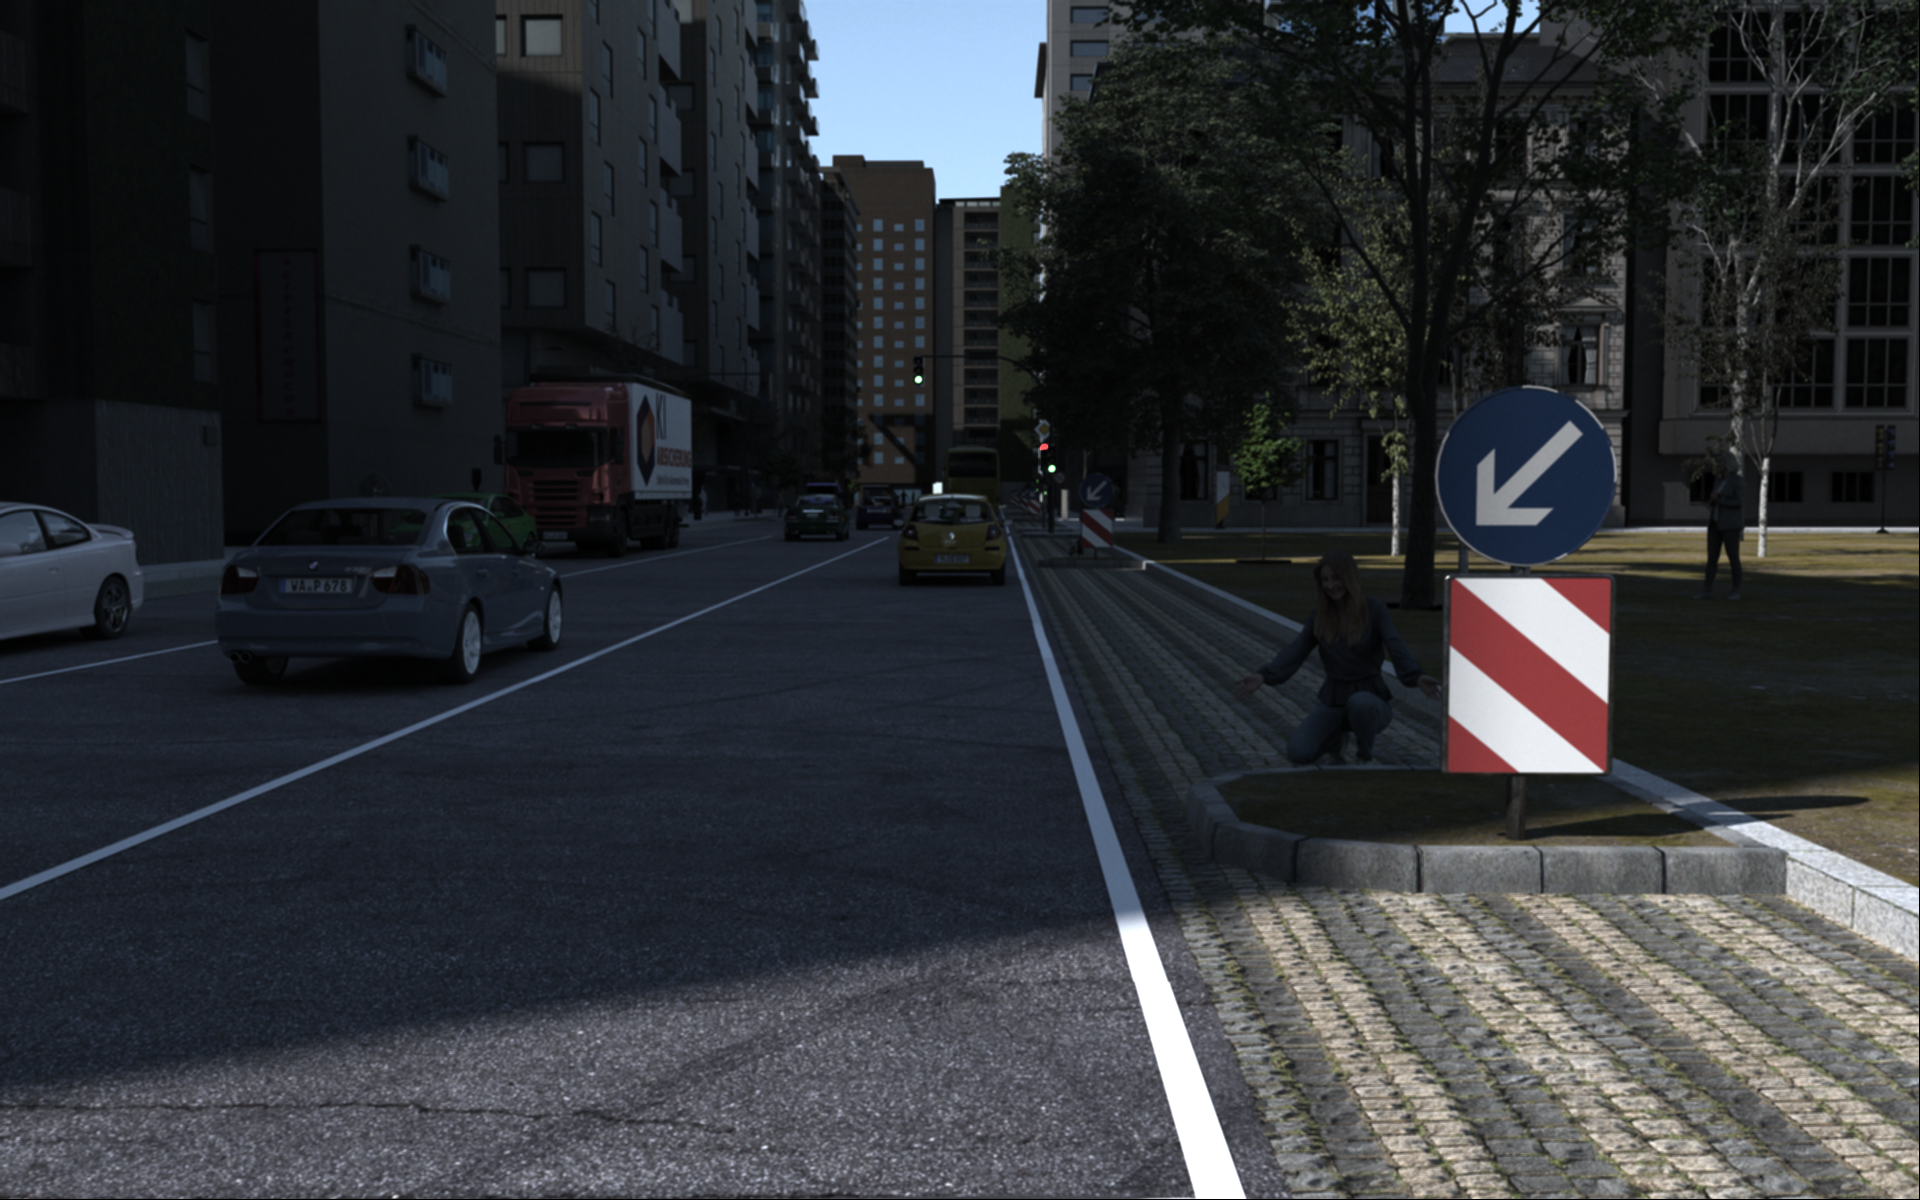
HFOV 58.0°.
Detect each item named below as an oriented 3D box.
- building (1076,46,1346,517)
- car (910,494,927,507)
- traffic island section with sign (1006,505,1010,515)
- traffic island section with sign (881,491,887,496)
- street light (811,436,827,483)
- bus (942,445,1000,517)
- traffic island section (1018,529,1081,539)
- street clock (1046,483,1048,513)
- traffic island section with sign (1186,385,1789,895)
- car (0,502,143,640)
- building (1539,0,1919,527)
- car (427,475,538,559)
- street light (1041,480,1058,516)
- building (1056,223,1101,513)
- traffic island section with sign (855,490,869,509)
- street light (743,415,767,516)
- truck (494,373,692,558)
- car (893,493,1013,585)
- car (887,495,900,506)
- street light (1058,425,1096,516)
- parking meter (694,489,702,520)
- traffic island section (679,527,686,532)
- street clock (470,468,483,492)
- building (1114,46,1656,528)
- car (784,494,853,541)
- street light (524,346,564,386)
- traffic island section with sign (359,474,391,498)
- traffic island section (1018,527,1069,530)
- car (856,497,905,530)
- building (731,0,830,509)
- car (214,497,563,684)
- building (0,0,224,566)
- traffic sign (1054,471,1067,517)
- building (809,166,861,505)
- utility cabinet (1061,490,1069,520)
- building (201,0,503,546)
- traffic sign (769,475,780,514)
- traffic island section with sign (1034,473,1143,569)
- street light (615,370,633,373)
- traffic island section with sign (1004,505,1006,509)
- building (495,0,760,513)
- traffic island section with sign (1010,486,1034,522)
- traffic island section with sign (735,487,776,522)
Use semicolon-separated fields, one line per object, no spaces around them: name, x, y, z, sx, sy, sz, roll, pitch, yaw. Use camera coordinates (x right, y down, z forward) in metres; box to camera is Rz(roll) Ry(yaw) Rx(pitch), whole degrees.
building;14.594;-18.911;102.698;14.314;27.812;24.014;0;4;1
car;-0.948;-3.481;68.720;2.131;1.459;4.920;0;4;1
traffic island section with sign;4.264;-6.628;117.002;1.989;1.847;2.006;0;4;1
traffic island section with sign;-8.454;-11.336;193.976;1.989;1.847;2.006;0;4;1
street light;-11.322;-10.149;138.482;1.470;5.913;1.316;0;4;1
bus;0.531;-5.831;86.887;2.896;3.916;12.252;0;4;0
traffic island section;3.007;-2.113;56.834;2.009;0.180;2.903;0;4;1
street clock;5.937;-6.847;116.523;0.471;2.002;0.358;0;4;-6
traffic island section with sign;1.977;0.093;7.109;1.989;1.847;2.006;0;4;1
car;-9.266;-0.207;15.752;2.083;1.381;4.827;0;4;1
building;37.803;-16.982;71.169;24.014;27.812;14.314;0;4;1
car;-9.356;-1.459;32.644;1.959;1.807;4.718;0;4;3
street light;5.369;-7.994;103.246;1.470;5.913;1.316;0;4;1
building;14.080;-17.441;126.952;13.314;21.916;24.055;0;4;1
traffic island section with sign;-9.022;-9.678;166.856;1.989;1.847;2.006;0;4;1
street light;-12.064;-7.925;102.116;1.470;5.913;1.316;0;4;1
truck;-8.713;-3.273;42.420;2.839;4.237;11.283;0;4;1
car;-0.118;-1.124;28.605;2.015;1.641;3.980;0;4;0
car;-8.293;-12.157;211.338;1.945;1.354;3.894;0;4;1
street light;4.665;-5.770;66.888;1.470;5.913;1.316;0;4;1
parking meter;-12.856;-4.674;84.837;0.372;1.533;0.369;0;3;0
traffic island section;-11.465;-2.620;65.125;2.009;0.180;2.903;0;4;1
street clock;-13.603;-2.702;48.748;0.358;2.002;0.471;-1;4;-22
building;16.111;-12.541;69.666;19.286;19.102;10.561;0;4;1
car;-4.435;-2.583;54.025;2.131;1.459;4.920;0;4;-1
street light;-13.112;-5.013;54.497;1.470;5.913;1.316;0;4;1
traffic island section with sign;-11.770;-1.575;34.385;1.989;1.847;2.006;0;4;1
traffic island section;3.173;-2.602;64.817;2.009;0.180;2.903;0;4;1
car;-3.246;-3.543;70.502;1.945;1.354;3.894;0;4;2
building;-24.471;-32.773;155.453;23.786;49.044;30.456;0;4;1
car;-4.558;-0.144;14.354;2.014;1.417;4.499;0;4;0
building;-21.713;-15.592;26.632;14.160;30.474;14.107;0;4;1
traffic sign;5.477;-5.800;94.930;0.768;2.556;0.104;1;4;10
building;-23.838;-31.006;198.831;23.993;40.220;32.217;0;4;1
utility cabinet;5.231;-4.712;85.717;0.318;1.500;1.173;1;4;9
building;-25.825;-25.797;45.486;21.600;48.544;21.300;0;4;1
traffic sign;-12.137;-6.918;113.214;0.768;2.556;0.104;0;4;4
traffic island section with sign;2.535;-1.555;34.058;1.989;1.847;2.006;0;4;1
street light;-12.969;-5.661;65.100;1.470;5.913;1.316;0;4;1
traffic island section with sign;5.299;-9.659;166.549;1.989;1.847;2.006;0;4;1
building;-29.176;-32.649;123.047;28.713;52.752;27.495;0;4;1
traffic island section with sign;3.700;-4.959;89.703;1.989;1.847;2.006;0;4;1
traffic island section with sign;-10.619;-4.989;90.193;1.989;1.847;2.006;0;4;1
